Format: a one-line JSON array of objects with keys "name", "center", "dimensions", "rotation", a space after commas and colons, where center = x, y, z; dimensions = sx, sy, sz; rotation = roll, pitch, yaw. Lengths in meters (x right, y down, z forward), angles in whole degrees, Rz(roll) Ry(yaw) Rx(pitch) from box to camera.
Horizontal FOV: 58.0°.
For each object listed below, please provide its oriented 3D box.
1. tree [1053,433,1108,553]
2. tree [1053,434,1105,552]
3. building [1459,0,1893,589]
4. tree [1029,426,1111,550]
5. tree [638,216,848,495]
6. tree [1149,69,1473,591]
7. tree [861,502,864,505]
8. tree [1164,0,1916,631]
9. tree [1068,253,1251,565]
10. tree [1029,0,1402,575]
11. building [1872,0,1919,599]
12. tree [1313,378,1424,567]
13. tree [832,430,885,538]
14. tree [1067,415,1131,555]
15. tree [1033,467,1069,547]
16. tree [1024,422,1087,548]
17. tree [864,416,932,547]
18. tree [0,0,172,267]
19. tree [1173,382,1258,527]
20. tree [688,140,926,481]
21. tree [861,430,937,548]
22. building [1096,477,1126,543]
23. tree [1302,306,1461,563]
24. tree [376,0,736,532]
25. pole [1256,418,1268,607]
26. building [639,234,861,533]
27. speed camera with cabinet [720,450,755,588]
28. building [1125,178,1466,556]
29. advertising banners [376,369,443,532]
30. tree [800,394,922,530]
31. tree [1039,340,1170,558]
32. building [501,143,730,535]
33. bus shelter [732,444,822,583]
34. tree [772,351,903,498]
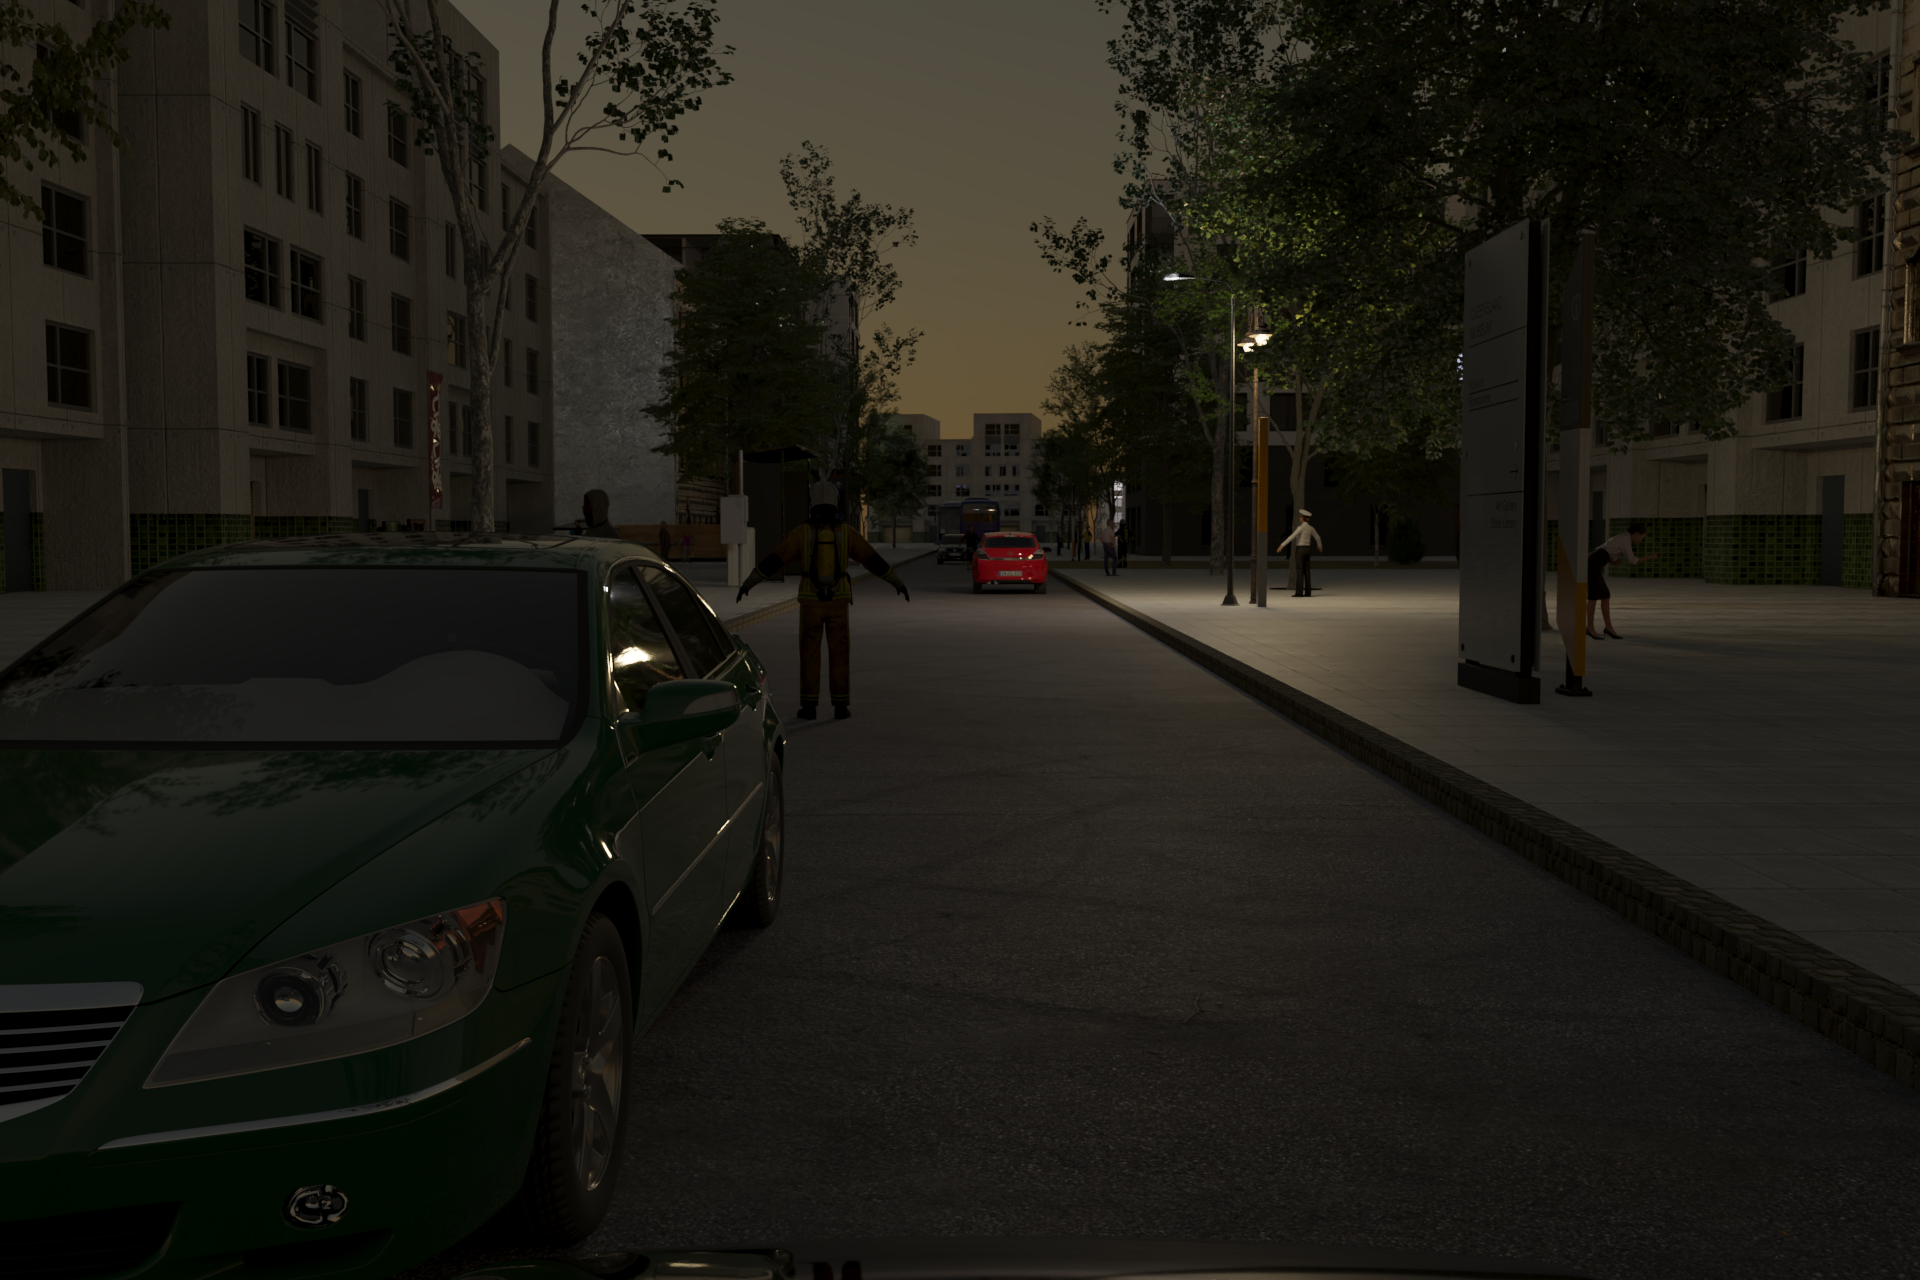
[{"name": "tree", "center": [7.871, -10.123, 115.867], "dimensions": [4.360, 8.622, 3.978], "rotation": [0, 3, 0]}, {"name": "tree", "center": [8.593, -10.489, 121.860], "dimensions": [4.360, 8.622, 3.978], "rotation": [0, 3, 0]}, {"name": "building", "center": [27.756, -11.298, 51.181], "dimensions": [16.747, 18.905, 31.486], "rotation": [0, 4, 0]}, {"name": "tree", "center": [9.321, -12.780, 143.368], "dimensions": [7.601, 10.594, 8.767], "rotation": [-1, 4, -12]}, {"name": "tree", "center": [-7.758, -8.856, 62.919], "dimensions": [7.486, 12.596, 7.792], "rotation": [0, 3, 0]}, {"name": "tree", "center": [7.775, -6.940, 39.232], "dimensions": [9.928, 11.665, 9.643], "rotation": [0, 3, 0]}, {"name": "tree", "center": [-16.171, -18.765, 257.163], "dimensions": [4.737, 8.622, 4.395], "rotation": [0, 3, 0]}, {"name": "tree", "center": [7.514, -7.115, 22.989], "dimensions": [9.857, 13.997, 8.962], "rotation": [0, 3, 0]}, {"name": "tree", "center": [8.303, -9.353, 71.051], "dimensions": [7.486, 12.596, 7.792], "rotation": [0, 3, 0]}, {"name": "tree", "center": [8.617, -12.170, 54.869], "dimensions": [12.611, 20.169, 13.585], "rotation": [0, 3, 0]}, {"name": "building", "center": [27.773, -11.904, 25.568], "dimensions": [19.493, 23.208, 18.063], "rotation": [0, 4, 1]}, {"name": "tree", "center": [16.152, -7.164, 67.498], "dimensions": [4.737, 8.622, 4.395], "rotation": [0, 3, 0]}, {"name": "tree", "center": [-6.474, -10.035, 114.429], "dimensions": [4.737, 8.622, 4.395], "rotation": [0, 3, 0]}, {"name": "tree", "center": [8.255, -9.551, 106.513], "dimensions": [4.360, 8.622, 3.978], "rotation": [0, 3, 0]}, {"name": "tree", "center": [9.027, -13.409, 169.604], "dimensions": [4.737, 8.622, 4.395], "rotation": [0, 3, 0]}, {"name": "tree", "center": [9.448, -14.211, 158.106], "dimensions": [9.928, 11.665, 9.643], "rotation": [0, 3, 0]}, {"name": "tree", "center": [-6.192, -15.219, 166.957], "dimensions": [7.486, 12.596, 7.792], "rotation": [0, 3, 0]}, {"name": "tree", "center": [-8.481, -3.888, 13.930], "dimensions": [4.737, 8.622, 4.395], "rotation": [0, 3, 0]}, {"name": "tree", "center": [11.914, -7.946, 80.284], "dimensions": [4.737, 8.622, 4.395], "rotation": [0, 3, 0]}, {"name": "tree", "center": [-7.847, -14.097, 86.378], "dimensions": [12.611, 20.169, 13.585], "rotation": [0, 3, 0]}, {"name": "tree", "center": [-6.003, -13.515, 155.386], "dimensions": [8.767, 10.594, 7.601], "rotation": [1, 4, 8]}, {"name": "building", "center": [24.034, -18.103, 238.123], "dimensions": [9.099, 9.664, 28.070], "rotation": [0, 4, 1]}, {"name": "tree", "center": [19.085, -9.763, 77.747], "dimensions": [7.486, 12.596, 7.792], "rotation": [0, 3, 0]}, {"name": "tree", "center": [-7.143, -10.573, 28.751], "dimensions": [12.611, 20.169, 13.585], "rotation": [0, 3, 0]}, {"name": "pole", "center": [5.314, -2.238, 30.426], "dimensions": [0.158, 3.312, 0.155], "rotation": [0, 3, 0]}, {"name": "building", "center": [-22.703, -17.773, 134.566], "dimensions": [27.936, 21.610, 32.646], "rotation": [0, 4, 0]}, {"name": "speed camera with cabinet", "center": [-5.363, -2.899, 41.741], "dimensions": [0.660, 3.252, 2.038], "rotation": [0, 4, 1]}, {"name": "building", "center": [24.868, -16.647, 116.159], "dimensions": [27.936, 21.610, 32.646], "rotation": [0, 4, 1]}, {"name": "advertising banners", "center": [-5.645, -1.330, 17.934], "dimensions": [0.090, 3.025, 2.074], "rotation": [0, 4, 1]}, {"name": "tree", "center": [-6.446, -10.606, 107.824], "dimensions": [8.767, 10.594, 7.601], "rotation": [0, 4, 4]}, {"name": "tree", "center": [8.096, -10.207, 92.634], "dimensions": [9.928, 11.665, 9.643], "rotation": [0, 3, 0]}, {"name": "building", "center": [-25.084, -16.888, 107.043], "dimensions": [19.493, 23.208, 18.063], "rotation": [0, 4, 1]}, {"name": "bus shelter", "center": [-5.043, -3.498, 48.483], "dimensions": [1.731, 3.624, 6.357], "rotation": [0, 4, 2]}, {"name": "tree", "center": [-7.048, -10.601, 99.087], "dimensions": [9.928, 11.665, 9.643], "rotation": [0, 3, 0]}]
